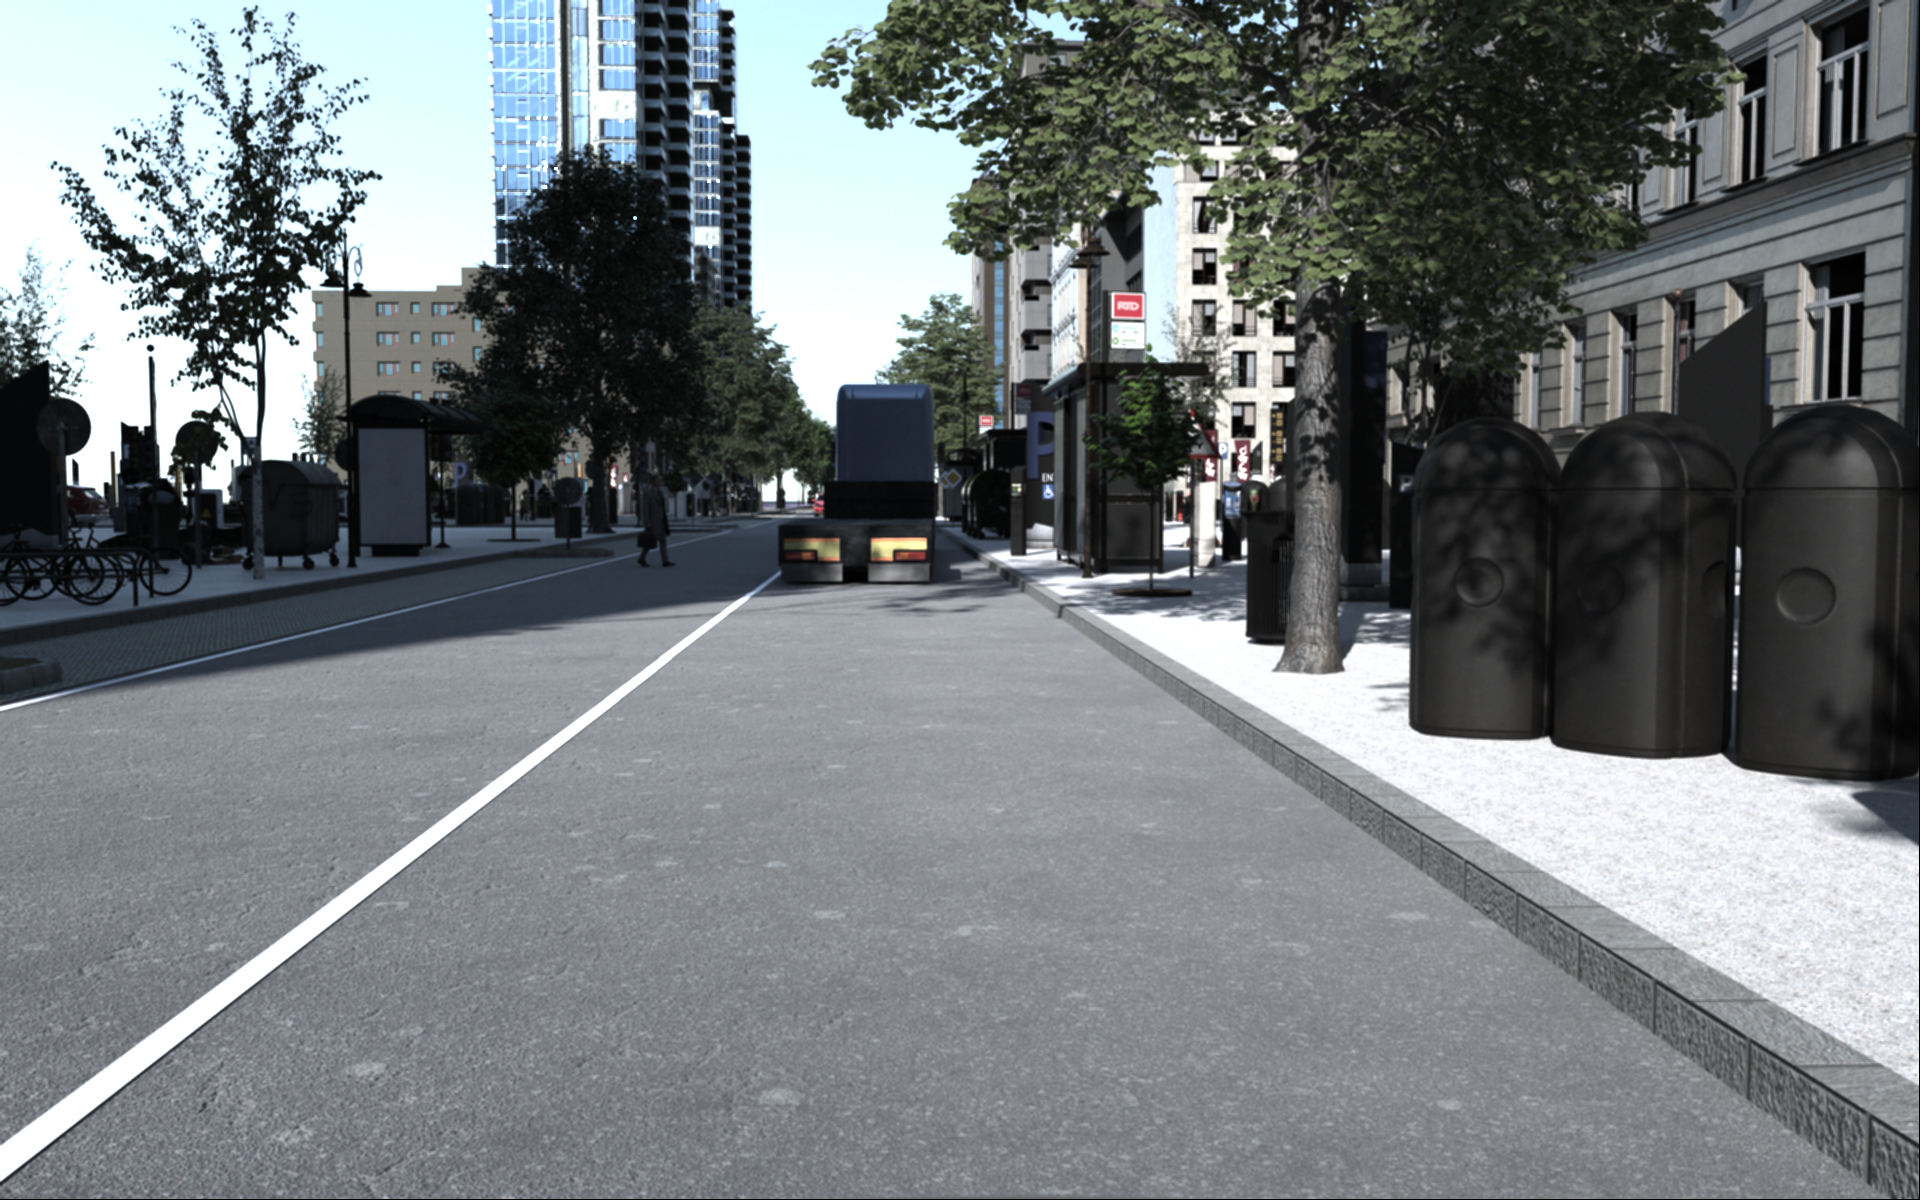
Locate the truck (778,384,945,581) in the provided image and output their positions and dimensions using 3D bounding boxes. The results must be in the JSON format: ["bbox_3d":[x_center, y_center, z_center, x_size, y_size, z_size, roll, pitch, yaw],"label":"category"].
[{"bbox_3d":[-1.765,-2.860,36.528,2.967,4.110,18.799,0,4,-1],"label":"truck"}]

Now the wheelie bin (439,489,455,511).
[{"bbox_3d":[-29.007,-5.568,98.943,0.980,1.594,0.693,-2,4,-34],"label":"wheelie bin"}]

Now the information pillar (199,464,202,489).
[{"bbox_3d":[-48.374,-7.270,110.221,0.183,3.616,0.504,0,4,7],"label":"information pillar"}]

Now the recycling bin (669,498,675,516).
[{"bbox_3d":[-16.970,-5.580,103.783,0.722,1.027,0.722,3,5,42],"label":"recycling bin"}]

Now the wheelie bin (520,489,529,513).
[{"bbox_3d":[-28.279,-6.422,112.905,0.693,1.594,0.980,0,4,4],"label":"wheelie bin"}]

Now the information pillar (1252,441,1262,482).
[{"bbox_3d":[13.105,-5.198,76.343,0.504,3.616,0.183,3,5,44],"label":"information pillar"}]

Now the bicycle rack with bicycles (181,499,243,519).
[{"bbox_3d":[-36.567,-4.365,84.757,2.925,0.926,2.852,3,4,39],"label":"bicycle rack with bicycles"}]

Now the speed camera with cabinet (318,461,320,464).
[{"bbox_3d":[-38.457,-6.669,103.377,0.660,3.252,2.038,-1,4,-22],"label":"speed camera with cabinet"}]

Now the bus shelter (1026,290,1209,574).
[{"bbox_3d":[2.734,-3.318,31.889,2.179,5.291,8.768,0,4,-3],"label":"bus shelter"}]

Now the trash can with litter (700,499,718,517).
[{"bbox_3d":[-14.285,-5.329,98.517,1.055,1.170,0.624,0,4,-5],"label":"trash can with litter"}]

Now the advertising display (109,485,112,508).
[{"bbox_3d":[-59.482,-7.114,121.519,0.123,1.923,0.974,-1,4,-11],"label":"advertising display"}]

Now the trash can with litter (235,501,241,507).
[{"bbox_3d":[-49.765,-6.659,119.924,2.233,1.210,1.678,1,4,14],"label":"trash can with litter"}]

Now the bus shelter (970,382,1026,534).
[{"bbox_3d":[1.754,-5.042,60.071,2.179,5.291,8.768,0,4,-3],"label":"bus shelter"}]

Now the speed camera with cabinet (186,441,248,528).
[{"bbox_3d":[-23.684,-3.746,55.576,2.038,3.252,0.660,-3,4,-36],"label":"speed camera with cabinet"}]

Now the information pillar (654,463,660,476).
[{"bbox_3d":[-22.871,-8.524,130.726,0.504,3.616,0.183,2,4,32],"label":"information pillar"}]

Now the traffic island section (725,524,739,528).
[{"bbox_3d":[-10.471,-3.132,73.482,2.009,0.180,2.903,0,4,-3],"label":"traffic island section"}]

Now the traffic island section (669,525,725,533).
[{"bbox_3d":[-10.120,-2.644,65.505,2.009,0.180,2.903,0,4,-3],"label":"traffic island section"}]

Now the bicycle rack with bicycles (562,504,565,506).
[{"bbox_3d":[-25.529,-5.932,110.366,2.852,0.926,2.925,3,4,36],"label":"bicycle rack with bicycles"}]

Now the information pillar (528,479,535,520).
[{"bbox_3d":[-21.148,-4.958,85.549,0.304,2.012,0.304,-1,4,-16],"label":"information pillar"}]

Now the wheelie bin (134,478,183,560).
[{"bbox_3d":[-15.667,-1.589,33.884,0.980,1.594,0.693,2,4,33],"label":"wheelie bin"}]

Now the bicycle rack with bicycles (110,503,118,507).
[{"bbox_3d":[-63.149,-7.037,128.444,2.852,0.926,2.925,2,4,33],"label":"bicycle rack with bicycles"}]

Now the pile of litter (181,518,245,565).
[{"bbox_3d":[-13.800,-1.106,32.044,1.176,0.858,1.719,0,4,2],"label":"pile of litter"}]

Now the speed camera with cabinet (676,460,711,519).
[{"bbox_3d":[-13.619,-5.763,88.563,0.660,3.252,2.038,2,4,33],"label":"speed camera with cabinet"}]

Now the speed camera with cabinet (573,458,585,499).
[{"bbox_3d":[-20.947,-6.161,95.068,0.660,3.252,2.038,-1,4,-10],"label":"speed camera with cabinet"}]

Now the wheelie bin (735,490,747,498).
[{"bbox_3d":[-17.953,-8.200,141.982,0.980,1.594,0.693,0,4,-8],"label":"wheelie bin"}]

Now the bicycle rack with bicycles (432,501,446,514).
[{"bbox_3d":[-36.346,-6.481,119.341,2.925,0.926,2.852,-1,4,-9],"label":"bicycle rack with bicycles"}]

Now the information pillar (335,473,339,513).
[{"bbox_3d":[-21.562,-3.363,59.482,0.304,2.012,0.304,1,4,18],"label":"information pillar"}]

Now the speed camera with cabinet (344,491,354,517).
[{"bbox_3d":[-29.964,-5.689,87.350,2.038,3.252,0.660,0,4,4],"label":"speed camera with cabinet"}]

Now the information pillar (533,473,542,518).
[{"bbox_3d":[-23.053,-6.306,94.452,0.504,3.616,0.183,-2,4,-31],"label":"information pillar"}]

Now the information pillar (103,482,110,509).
[{"bbox_3d":[-51.377,-6.104,104.294,0.304,2.012,0.304,-1,4,-20],"label":"information pillar"}]

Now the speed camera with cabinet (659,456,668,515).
[{"bbox_3d":[-15.910,-5.905,90.886,0.660,3.252,2.038,-2,4,-28],"label":"speed camera with cabinet"}]

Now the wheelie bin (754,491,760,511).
[{"bbox_3d":[-15.504,-7.609,132.319,0.693,1.594,0.980,0,4,5],"label":"wheelie bin"}]

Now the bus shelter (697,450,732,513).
[{"bbox_3d":[-17.167,-8.696,119.816,2.179,5.291,8.768,0,4,-2],"label":"bus shelter"}]

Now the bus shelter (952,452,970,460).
[{"bbox_3d":[0.739,-6.607,85.652,2.179,5.291,8.768,0,4,-3],"label":"bus shelter"}]

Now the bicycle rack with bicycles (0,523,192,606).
[{"bbox_3d":[-10.774,-0.432,20.451,2.925,0.926,2.852,-1,4,-18],"label":"bicycle rack with bicycles"}]

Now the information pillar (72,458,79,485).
[{"bbox_3d":[-56.923,-7.348,111.493,0.183,3.616,0.504,1,4,19],"label":"information pillar"}]

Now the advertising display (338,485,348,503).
[{"bbox_3d":[-43.629,-7.158,122.248,0.123,1.923,0.974,3,4,36],"label":"advertising display"}]

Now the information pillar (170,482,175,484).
[{"bbox_3d":[-49.794,-6.428,109.593,0.304,2.012,0.304,-1,4,-16],"label":"information pillar"}]

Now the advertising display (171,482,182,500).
[{"bbox_3d":[-43.785,-5.600,96.774,0.974,1.923,0.123,3,4,39],"label":"advertising display"}]

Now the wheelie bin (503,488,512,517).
[{"bbox_3d":[-25.713,-5.480,97.504,0.693,1.594,0.980,3,5,43],"label":"wheelie bin"}]

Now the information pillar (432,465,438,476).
[{"bbox_3d":[-42.578,-9.122,140.500,0.504,3.616,0.183,-2,4,-33],"label":"information pillar"}]

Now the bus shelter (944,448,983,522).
[{"bbox_3d":[0.131,-5.163,78.339,2.014,3.302,5.546,0,4,-2],"label":"bus shelter"}]

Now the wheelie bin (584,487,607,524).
[{"bbox_3d":[-15.792,-4.115,75.192,0.980,1.594,0.693,-2,4,-24],"label":"wheelie bin"}]

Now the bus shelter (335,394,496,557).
[{"bbox_3d":[-11.770,-2.692,37.936,2.014,3.302,5.546,0,4,-3],"label":"bus shelter"}]

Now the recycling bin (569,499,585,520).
[{"bbox_3d":[-19.128,-4.499,86.114,0.722,1.027,0.722,-3,4,-37],"label":"recycling bin"}]

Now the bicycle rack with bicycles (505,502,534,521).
[{"bbox_3d":[-21.447,-4.277,83.316,2.852,0.926,2.925,0,4,-4],"label":"bicycle rack with bicycles"}]

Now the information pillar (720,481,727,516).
[{"bbox_3d":[-13.621,-5.820,99.645,0.304,2.012,0.304,-3,5,-45],"label":"information pillar"}]

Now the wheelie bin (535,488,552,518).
[{"bbox_3d":[-22.188,-5.175,92.516,0.693,1.594,0.980,2,4,32],"label":"wheelie bin"}]

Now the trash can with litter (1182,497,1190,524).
[{"bbox_3d":[10.034,-3.844,74.236,1.055,1.170,0.624,2,4,32],"label":"trash can with litter"}]

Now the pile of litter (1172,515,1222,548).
[{"bbox_3d":[5.872,-1.693,41.650,1.176,0.858,1.719,-2,4,-27],"label":"pile of litter"}]
